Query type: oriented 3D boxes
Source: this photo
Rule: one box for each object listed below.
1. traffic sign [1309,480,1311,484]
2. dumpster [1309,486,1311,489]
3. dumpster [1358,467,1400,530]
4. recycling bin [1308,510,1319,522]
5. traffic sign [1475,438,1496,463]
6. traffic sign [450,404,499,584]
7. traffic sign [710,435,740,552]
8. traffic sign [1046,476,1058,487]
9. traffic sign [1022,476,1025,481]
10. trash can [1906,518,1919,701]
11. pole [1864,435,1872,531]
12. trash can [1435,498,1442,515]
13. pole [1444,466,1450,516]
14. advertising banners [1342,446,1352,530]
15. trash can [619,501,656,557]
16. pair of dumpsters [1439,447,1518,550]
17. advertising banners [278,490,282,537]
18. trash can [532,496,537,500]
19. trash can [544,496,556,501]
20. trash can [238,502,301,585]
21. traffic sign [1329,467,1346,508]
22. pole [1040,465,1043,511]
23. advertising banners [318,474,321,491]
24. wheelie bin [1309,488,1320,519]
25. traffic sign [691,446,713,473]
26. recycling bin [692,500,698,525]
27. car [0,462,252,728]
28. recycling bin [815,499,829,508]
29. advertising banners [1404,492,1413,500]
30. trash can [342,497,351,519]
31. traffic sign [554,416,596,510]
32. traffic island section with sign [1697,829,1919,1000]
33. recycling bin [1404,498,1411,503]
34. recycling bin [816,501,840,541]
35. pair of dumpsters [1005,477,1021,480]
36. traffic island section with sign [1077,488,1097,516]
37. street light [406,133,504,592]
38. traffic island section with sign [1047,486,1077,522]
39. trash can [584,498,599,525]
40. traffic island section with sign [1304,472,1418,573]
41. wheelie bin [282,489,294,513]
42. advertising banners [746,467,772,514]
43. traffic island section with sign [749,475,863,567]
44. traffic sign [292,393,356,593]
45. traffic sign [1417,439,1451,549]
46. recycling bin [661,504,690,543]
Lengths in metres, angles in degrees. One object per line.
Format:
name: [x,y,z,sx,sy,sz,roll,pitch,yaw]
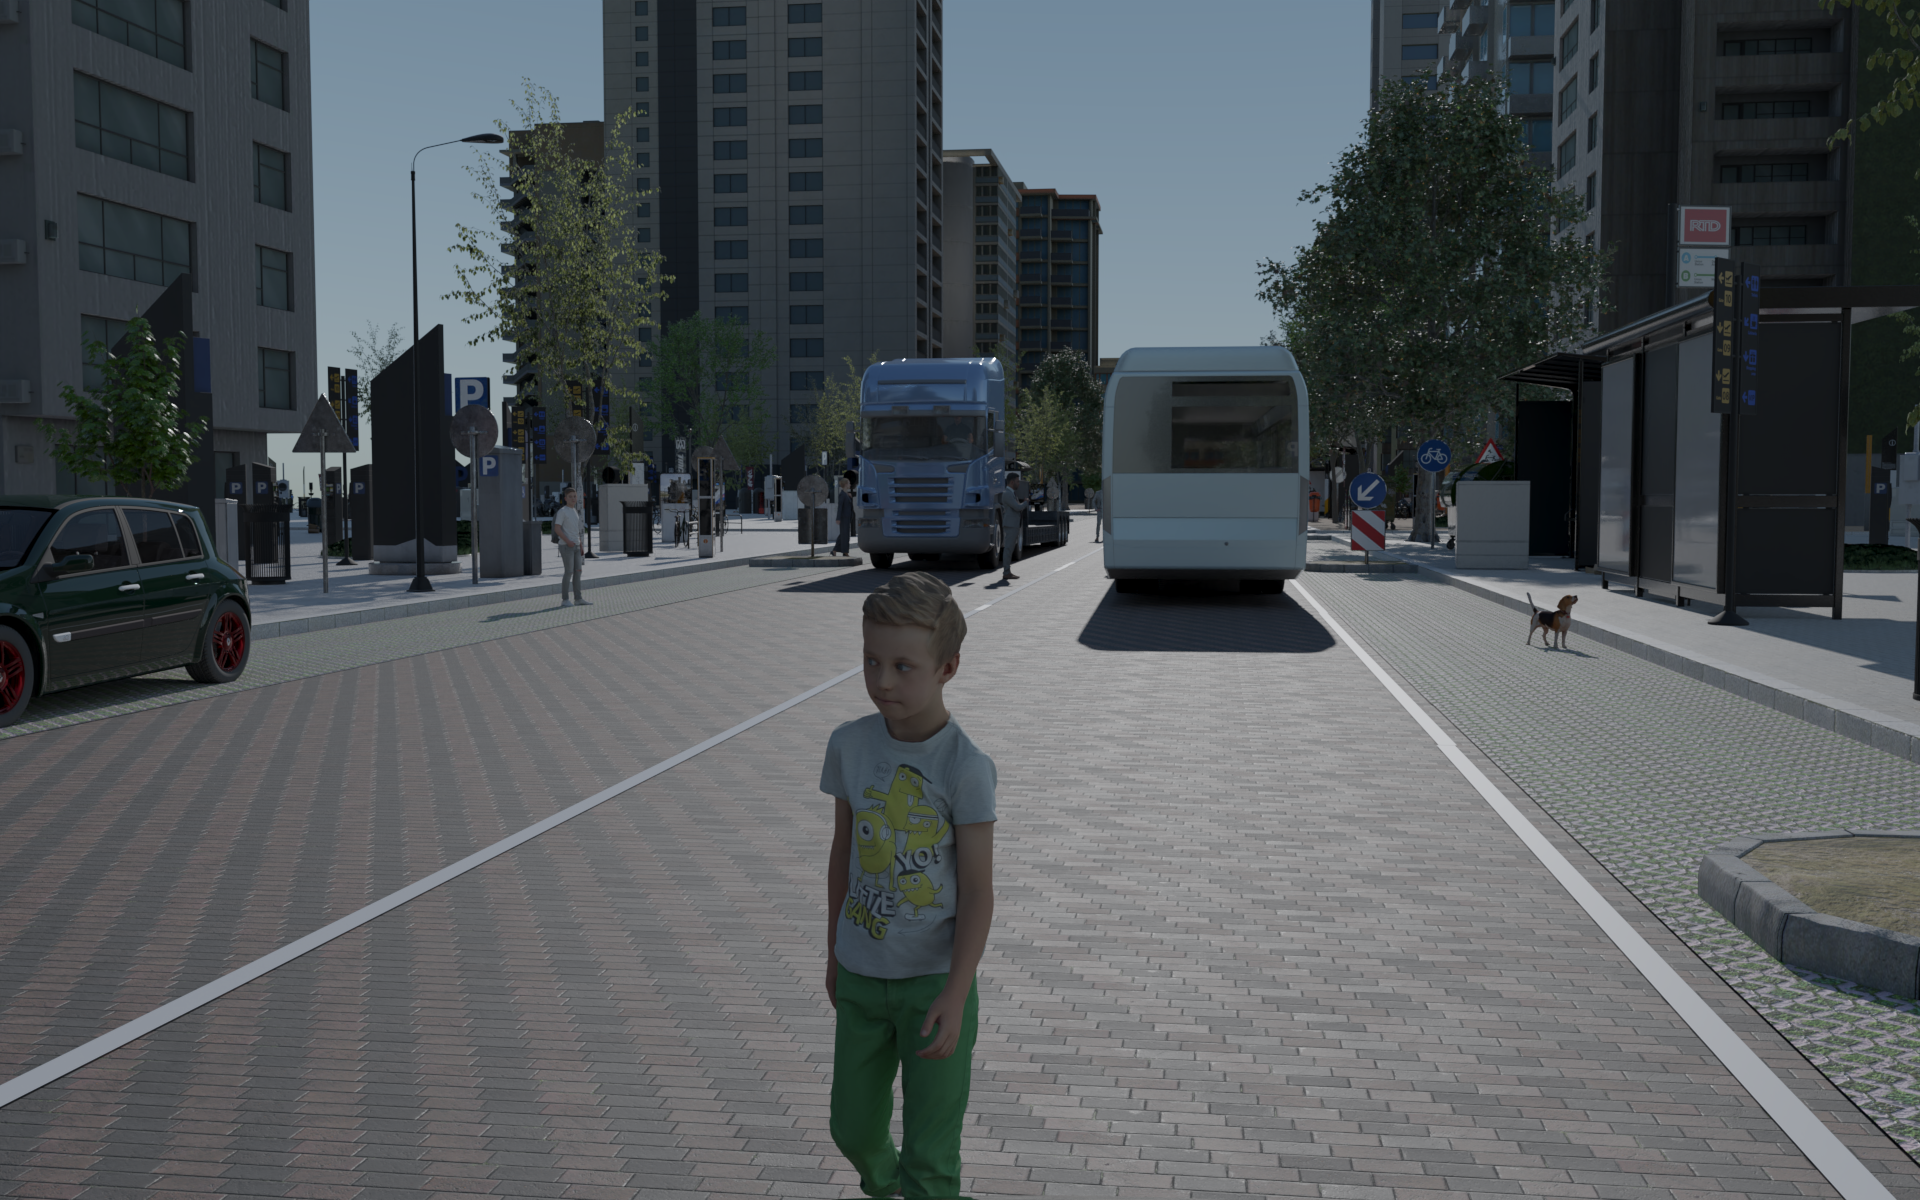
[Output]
traffic sign: [18.750,-5.788,94.645,0.884,2.594,0.081,1,4,10]
dumpster: [18.056,-5.280,92.087,1.264,1.857,1.865,0,4,8]
dumpster: [15.039,-3.677,62.609,1.502,2.255,1.985,0,4,8]
recycling bin: [16.355,-4.210,81.380,0.722,1.027,0.722,-2,4,-27]
traffic sign: [12.281,-2.456,40.154,0.884,2.594,0.081,1,4,14]
traffic sign: [-6.901,-1.496,24.574,0.768,2.556,0.104,1,4,15]
traffic sign: [-5.279,-2.342,38.290,0.884,2.594,0.081,1,4,16]
traffic sign: [6.674,-7.680,125.577,0.884,2.594,0.081,1,4,18]
traffic sign: [3.780,-6.630,108.411,0.884,2.594,0.081,1,4,17]
trash can: [5.964,0.090,10.179,0.748,1.137,0.748,0,3,0]
pole: [31.482,-4.050,60.054,0.158,3.312,0.155,0,3,0]
trash can: [28.826,-5.676,104.459,0.748,1.137,0.748,0,3,0]
pole: [22.259,-5.215,79.107,0.158,3.312,0.155,0,3,0]
advertising banners: [13.979,-4.060,62.572,0.090,3.025,2.074,0,4,5]
trash can: [-6.601,-1.458,35.492,0.748,1.137,0.748,0,3,0]
pair of dumpsters: [11.566,-2.161,37.823,1.574,2.255,4.437,0,4,8]
advertising banners: [-21.086,-3.380,51.454,0.090,3.025,2.074,2,4,34]
trash can: [-27.609,-6.116,111.643,0.748,1.137,0.748,0,3,0]
trash can: [-26.555,-6.153,112.257,0.748,1.137,0.748,0,3,0]
trash can: [-9.841,-0.793,24.615,0.748,1.137,0.748,0,3,0]
traffic sign: [17.605,-4.933,80.760,0.768,2.556,0.104,1,4,13]
pole: [5.501,-7.541,117.140,0.158,3.312,0.155,0,3,0]
advertising banners: [-53.950,-9.314,148.475,2.074,3.025,0.090,0,4,-3]
wheelie bin: [17.858,-4.868,87.500,0.693,1.594,0.980,1,4,14]
traffic sign: [-6.760,-2.802,45.915,0.768,2.556,0.104,1,4,8]
recycling bin: [-11.407,-3.720,73.371,0.722,1.027,0.722,1,4,18]
car: [-6.510,-0.123,11.797,2.009,1.686,4.222,0,4,7]
recycling bin: [-7.502,-4.946,93.417,0.722,1.027,0.722,1,4,22]
advertising banners: [32.619,-7.843,124.422,2.074,3.025,0.090,-2,4,-30]
trash can: [-30.941,-4.643,87.573,0.748,1.137,0.748,0,3,0]
traffic sign: [-6.304,-1.725,28.314,0.768,2.556,0.104,1,4,16]
traffic island section with sign: [3.540,0.190,5.529,1.989,1.847,2.006,1,4,8]
recycling bin: [29.776,-6.343,116.257,0.722,1.027,0.722,-1,4,-12]
recycling bin: [-3.417,-2.122,47.245,0.722,1.027,0.722,1,4,10]
pair of dumpsters: [2.468,-5.325,89.550,1.574,2.255,4.437,1,4,8]
traffic island section with sign: [8.672,-6.533,115.436,1.989,1.847,2.006,1,4,8]
street light: [-6.560,-3.057,22.529,1.470,5.913,1.316,1,4,8]
traffic island section with sign: [4.802,-4.901,88.759,1.989,1.847,2.006,1,4,8]
trash can: [-15.300,-3.691,72.005,0.748,1.137,0.748,0,3,0]
traffic island section with sign: [7.405,-1.442,32.207,1.989,1.847,2.006,1,4,8]
wheelie bin: [-45.892,-6.742,118.146,0.980,1.594,0.693,0,4,-5]
advertising banners: [-12.622,-6.979,110.300,2.074,3.025,0.090,0,4,4]
traffic island section with sign: [-3.015,-1.593,34.666,1.989,1.847,2.006,1,4,8]
traffic sign: [-8.222,-1.369,22.382,0.884,2.594,0.081,1,4,9]
traffic sign: [11.031,-2.461,40.346,0.768,2.556,0.104,1,4,16]
recycling bin: [-7.592,-2.054,46.130,0.722,1.027,0.722,-1,4,-11]
